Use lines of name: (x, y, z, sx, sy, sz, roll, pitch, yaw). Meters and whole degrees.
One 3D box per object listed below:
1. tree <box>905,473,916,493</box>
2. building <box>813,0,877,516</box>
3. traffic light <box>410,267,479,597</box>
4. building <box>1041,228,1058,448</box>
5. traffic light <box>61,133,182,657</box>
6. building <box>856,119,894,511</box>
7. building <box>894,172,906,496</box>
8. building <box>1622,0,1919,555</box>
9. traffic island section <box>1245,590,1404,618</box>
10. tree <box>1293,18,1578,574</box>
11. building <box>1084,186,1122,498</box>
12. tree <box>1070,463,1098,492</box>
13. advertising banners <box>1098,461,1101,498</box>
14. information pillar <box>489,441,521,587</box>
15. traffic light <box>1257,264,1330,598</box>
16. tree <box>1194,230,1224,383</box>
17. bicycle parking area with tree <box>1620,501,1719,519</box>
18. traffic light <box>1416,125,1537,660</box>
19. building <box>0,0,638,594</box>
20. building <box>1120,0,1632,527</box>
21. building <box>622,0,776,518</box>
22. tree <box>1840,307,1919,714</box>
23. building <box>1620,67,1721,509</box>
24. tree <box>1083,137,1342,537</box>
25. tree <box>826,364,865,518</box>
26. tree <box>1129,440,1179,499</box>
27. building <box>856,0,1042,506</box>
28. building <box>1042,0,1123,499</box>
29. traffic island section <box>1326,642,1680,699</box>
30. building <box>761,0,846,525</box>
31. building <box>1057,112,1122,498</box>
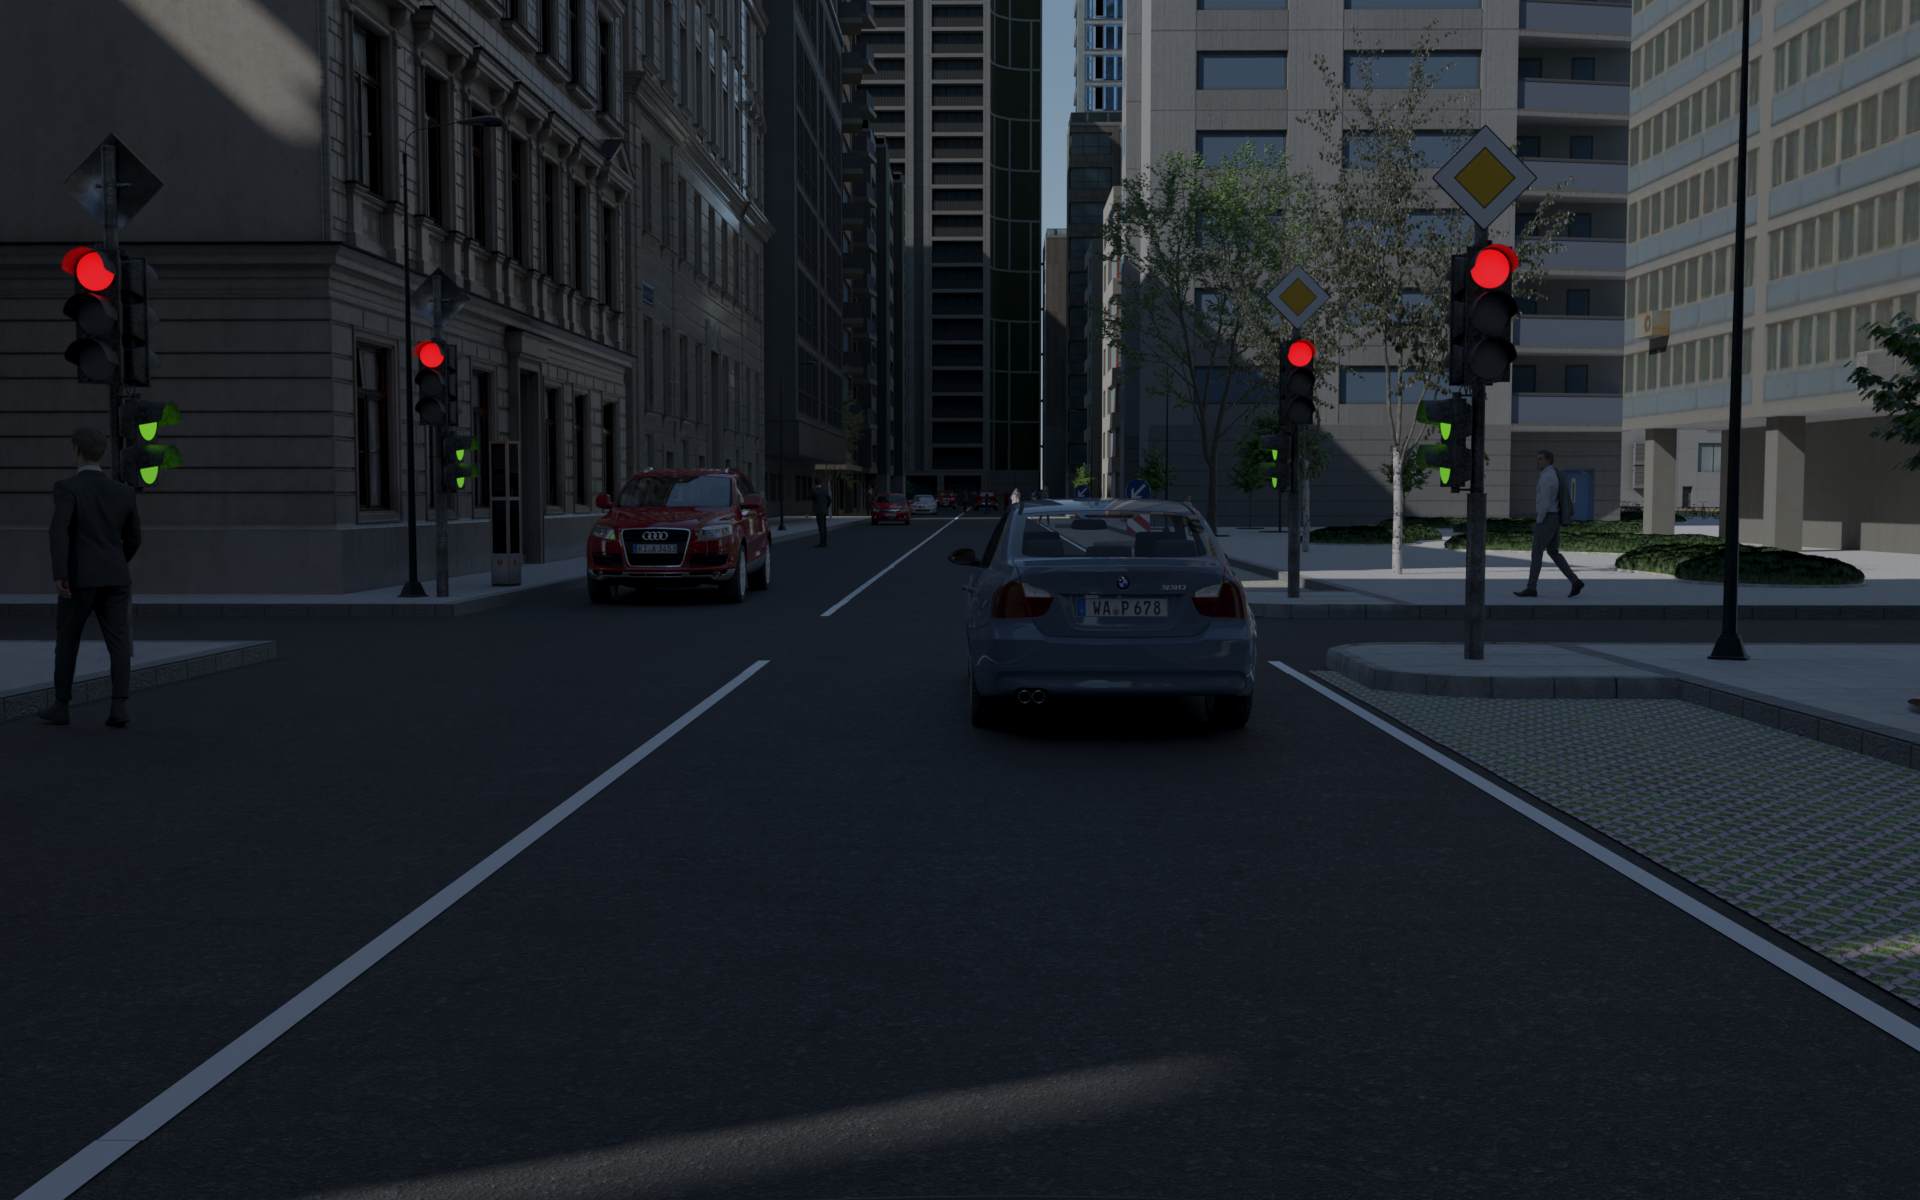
tree: (-5.050, -10.009, 158.246, 1.663, 3.219, 1.824, 0, 3, 0)
building: (-16.869, -27.902, 110.829, 22.147, 44.769, 28.867, 0, 4, 1)
traffic light: (-6.444, -1.993, 21.513, 0.839, 4.253, 0.868, 0, 4, 1)
building: (15.967, -25.401, 187.004, 14.107, 30.474, 14.160, 0, 4, 1)
traffic light: (-6.578, -1.505, 13.529, 0.839, 4.253, 0.868, 0, 4, 1)
building: (-12.810, -22.137, 133.645, 14.160, 30.474, 14.107, 0, 4, 1)
building: (-12.054, -23.068, 148.859, 14.160, 30.474, 14.107, 0, 4, 1)
building: (29.232, -21.015, 35.473, 23.993, 40.220, 32.217, 0, 4, 1)
traffic island section: (4.156, 0.050, 21.466, 2.009, 0.180, 2.903, 0, 4, 1)
tree: (7.141, -4.707, 27.321, 4.360, 8.622, 3.978, 0, 3, 0)
building: (22.653, -16.307, 111.655, 27.650, 21.520, 28.899, 0, 4, 1)
tree: (7.569, -6.823, 106.154, 1.663, 3.219, 1.824, 0, 3, 0)
advertising banners: (6.595, -5.249, 82.015, 0.090, 3.025, 2.074, 0, 4, 7)
information pillar: (-6.322, -1.198, 24.082, 0.304, 2.012, 0.304, 1, 4, 20)
traffic light: (4.116, -1.984, 21.352, 0.839, 4.253, 0.868, 0, 4, 1)
tree: (7.413, -5.357, 37.950, 4.360, 8.622, 3.978, 0, 3, 0)
bicycle parking area with tree: (35.850, -6.391, 91.495, 9.016, 4.147, 8.231, 0, 4, -6)
traffic light: (3.982, -1.495, 13.368, 0.839, 4.253, 0.868, 0, 4, 1)
building: (-12.440, -10.157, 30.688, 10.561, 19.102, 19.286, 0, 4, 1)
building: (18.035, -32.873, 79.477, 21.231, 58.520, 28.212, 0, 4, 1)
building: (-13.148, -15.620, 52.656, 12.463, 27.353, 25.104, 0, 4, 1)
tree: (5.991, -0.945, 10.059, 1.663, 3.219, 1.824, 0, 3, 0)
building: (68.054, -34.687, 156.377, 27.495, 52.752, 28.713, 0, 4, 1)
tree: (7.516, -7.707, 51.771, 9.928, 11.665, 9.643, 0, 3, 0)
tree: (-6.944, -8.692, 92.477, 4.737, 8.622, 4.395, 0, 3, 0)
tree: (7.040, -4.138, 62.265, 1.663, 3.219, 1.824, 0, 3, 0)
building: (-1.333, -45.943, 189.421, 20.611, 71.187, 20.563, 0, 4, 1)
building: (19.123, -51.527, 155.138, 22.319, 86.520, 31.000, 0, 4, 1)
traffic island section: (4.022, 0.538, 13.482, 2.009, 0.180, 2.903, 0, 4, 1)
building: (-13.160, -17.353, 77.230, 14.314, 27.812, 24.014, 0, 4, 1)
building: (15.164, -22.174, 134.243, 14.160, 30.474, 14.107, 0, 4, 1)
